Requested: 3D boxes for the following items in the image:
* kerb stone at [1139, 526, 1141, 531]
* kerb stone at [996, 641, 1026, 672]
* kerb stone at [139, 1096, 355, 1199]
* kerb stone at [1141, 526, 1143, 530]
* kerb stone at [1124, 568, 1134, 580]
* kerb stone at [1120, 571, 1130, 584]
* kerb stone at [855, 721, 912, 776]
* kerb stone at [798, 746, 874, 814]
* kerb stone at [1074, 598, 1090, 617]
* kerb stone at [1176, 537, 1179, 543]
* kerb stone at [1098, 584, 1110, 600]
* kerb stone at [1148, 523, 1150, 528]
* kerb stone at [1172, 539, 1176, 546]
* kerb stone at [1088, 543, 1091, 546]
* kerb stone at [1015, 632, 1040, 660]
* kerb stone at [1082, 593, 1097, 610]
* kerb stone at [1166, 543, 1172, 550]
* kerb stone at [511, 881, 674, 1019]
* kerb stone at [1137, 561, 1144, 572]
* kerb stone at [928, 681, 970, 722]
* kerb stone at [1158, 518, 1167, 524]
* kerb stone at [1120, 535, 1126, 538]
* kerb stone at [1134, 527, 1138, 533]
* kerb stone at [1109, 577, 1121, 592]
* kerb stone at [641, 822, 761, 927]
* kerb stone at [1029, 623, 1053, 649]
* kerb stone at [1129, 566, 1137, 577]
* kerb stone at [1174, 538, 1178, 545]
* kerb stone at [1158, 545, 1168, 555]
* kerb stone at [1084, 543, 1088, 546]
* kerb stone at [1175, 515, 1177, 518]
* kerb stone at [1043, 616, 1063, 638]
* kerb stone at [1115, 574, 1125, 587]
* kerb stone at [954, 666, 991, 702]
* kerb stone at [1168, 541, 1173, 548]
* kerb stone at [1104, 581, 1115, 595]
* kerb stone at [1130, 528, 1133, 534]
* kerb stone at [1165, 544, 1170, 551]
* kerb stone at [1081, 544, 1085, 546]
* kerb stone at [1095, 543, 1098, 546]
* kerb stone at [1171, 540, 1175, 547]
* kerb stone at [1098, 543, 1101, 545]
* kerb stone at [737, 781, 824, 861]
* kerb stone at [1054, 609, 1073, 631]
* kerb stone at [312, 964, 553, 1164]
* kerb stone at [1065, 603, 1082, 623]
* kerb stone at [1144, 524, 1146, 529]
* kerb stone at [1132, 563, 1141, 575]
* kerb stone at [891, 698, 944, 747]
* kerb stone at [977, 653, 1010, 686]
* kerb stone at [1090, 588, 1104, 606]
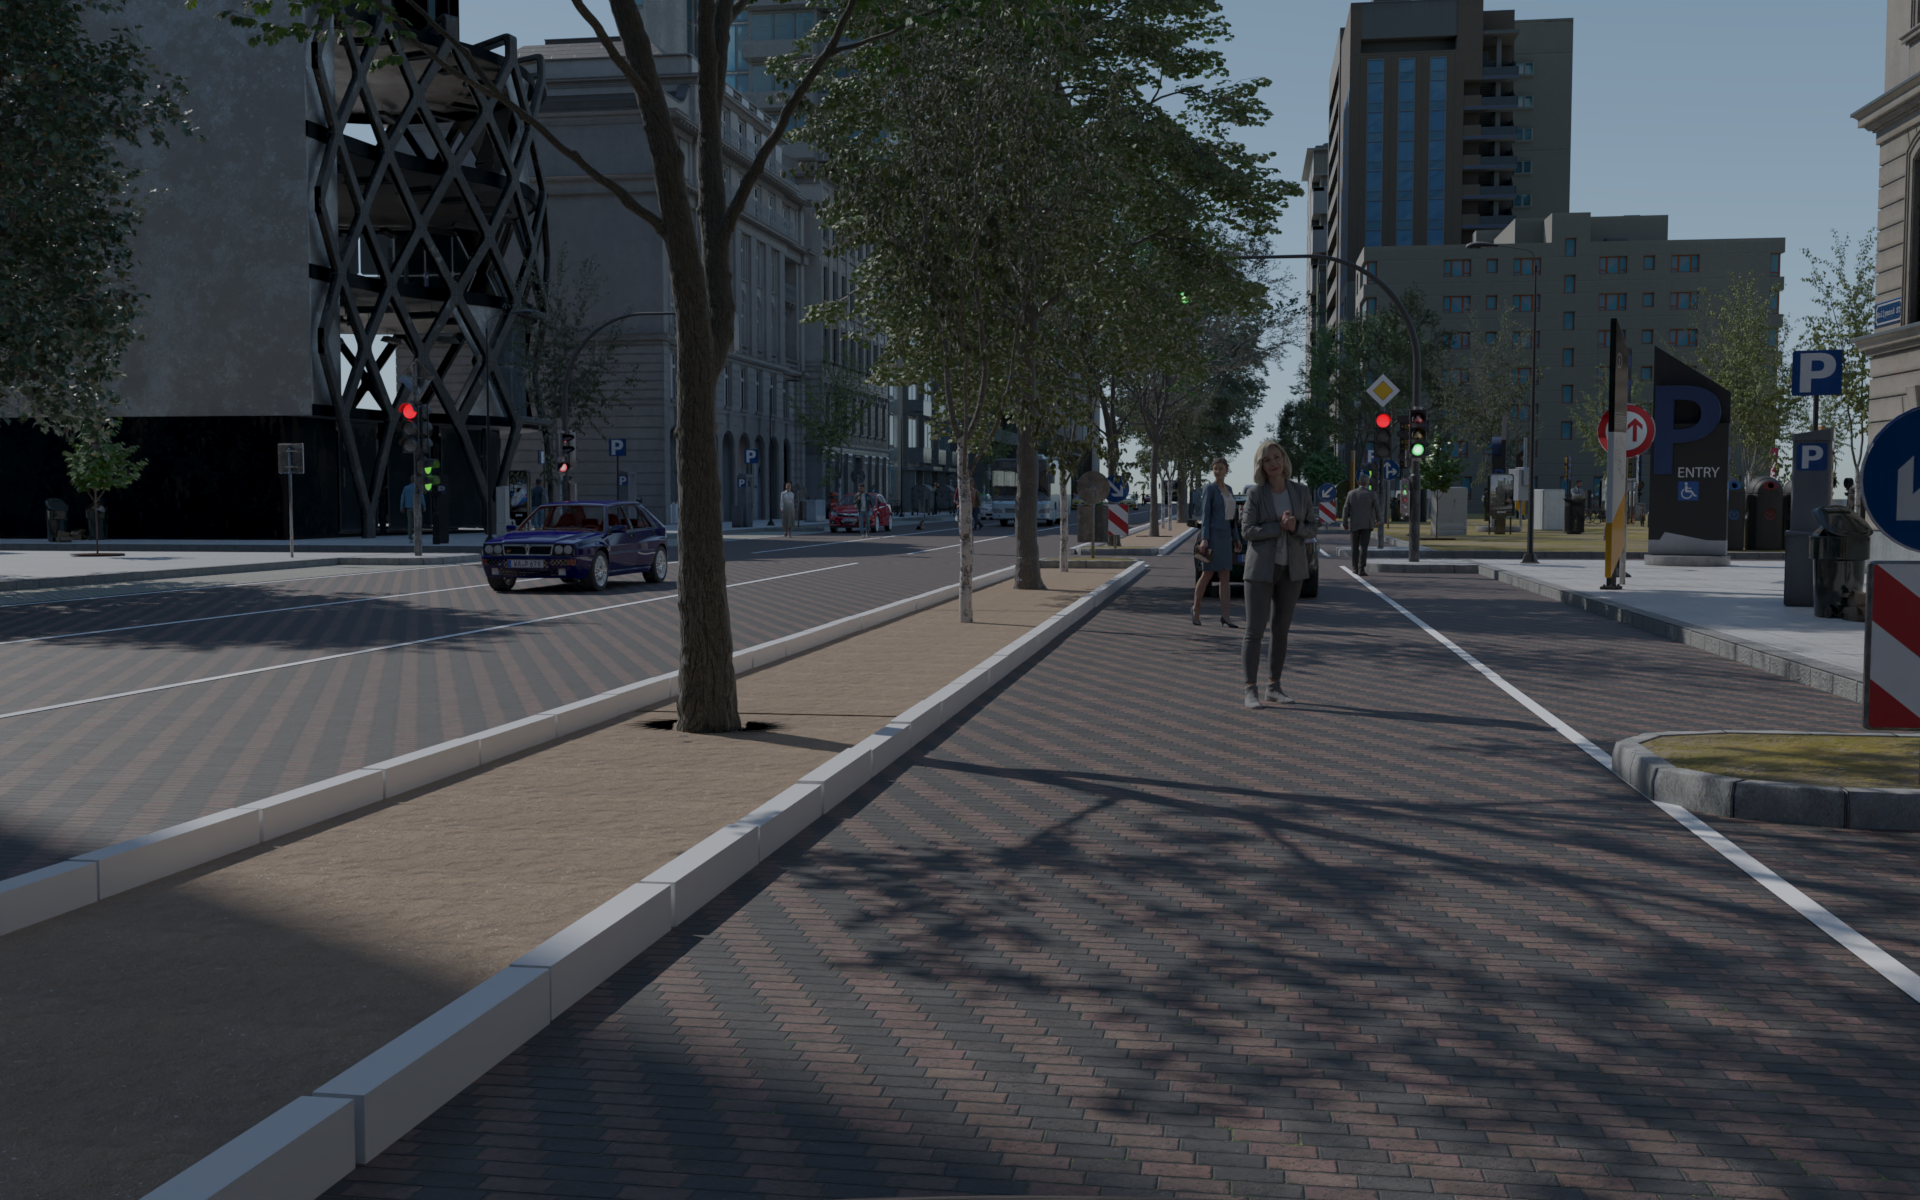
[{"bbox_3d":[6.692,-2.664,65.778,0.120,0.150,1.000,1,4,9],"label":"kerb stone"},{"bbox_3d":[0.404,0.482,14.317,0.120,0.150,1.000,1,4,9],"label":"kerb stone"},{"bbox_3d":[-1.425,1.162,3.193,0.120,0.150,1.000,1,4,9],"label":"kerb stone"},{"bbox_3d":[6.864,-2.727,66.787,0.120,0.150,1.000,1,4,9],"label":"kerb stone"},{"bbox_3d":[2.730,-0.386,28.512,0.120,0.150,1.000,1,4,9],"label":"kerb stone"},{"bbox_3d":[2.560,-0.324,27.497,0.120,0.150,1.000,1,4,9],"label":"kerb stone"},{"bbox_3d":[-0.421,0.803,9.259,0.120,0.150,1.000,1,4,9],"label":"kerb stone"},{"bbox_3d":[-0.586,0.853,8.246,0.120,0.150,1.000,1,4,9],"label":"kerb stone"},{"bbox_3d":[1.397,0.110,20.395,0.120,0.150,1.000,1,4,9],"label":"kerb stone"},{"bbox_3d":[5.974,-1.597,48.316,0.120,0.150,1.000,1,4,9],"label":"kerb stone"},{"bbox_3d":[1.898,-0.076,23.437,0.120,0.150,1.000,1,4,9],"label":"kerb stone"},{"bbox_3d":[7.696,-3.026,71.853,0.120,0.150,1.000,1,4,9],"label":"kerb stone"},{"bbox_3d":[5.633,-1.473,46.298,0.120,0.150,1.000,1,4,9],"label":"kerb stone"},{"bbox_3d":[3.223,-1.366,44.536,0.120,0.150,1.000,1,4,9],"label":"kerb stone"},{"bbox_3d":[0.571,0.420,15.330,0.120,0.150,1.000,1,4,9],"label":"kerb stone"},{"bbox_3d":[1.558,0.048,21.412,0.120,0.150,1.000,1,4,9],"label":"kerb stone"},{"bbox_3d":[5.143,-1.284,43.267,0.120,0.150,1.000,1,4,9],"label":"kerb stone"},{"bbox_3d":[-1.089,1.039,5.210,0.120,0.150,1.000,1,4,9],"label":"kerb stone"},{"bbox_3d":[3.223,-0.572,31.547,0.120,0.150,1.000,1,4,9],"label":"kerb stone"},{"bbox_3d":[-0.090,0.673,11.279,0.120,0.150,1.000,1,4,9],"label":"kerb stone"},{"bbox_3d":[10.174,-3.965,87.029,0.120,0.150,1.000,1,4,9],"label":"kerb stone"},{"bbox_3d":[5.531,-2.232,58.689,0.120,0.150,1.000,1,4,9],"label":"kerb stone"},{"bbox_3d":[6.361,-2.541,63.743,0.120,0.150,1.000,1,4,9],"label":"kerb stone"},{"bbox_3d":[2.229,-0.200,25.470,0.120,0.150,1.000,1,4,9],"label":"kerb stone"},{"bbox_3d":[-0.921,0.977,6.228,0.120,0.150,1.000,1,4,9],"label":"kerb stone"},{"bbox_3d":[0.738,0.357,16.351,0.120,0.150,1.000,1,4,9],"label":"kerb stone"},{"bbox_3d":[2.890,-0.448,29.525,0.120,0.150,1.000,1,4,9],"label":"kerb stone"},{"bbox_3d":[5.799,-1.536,47.306,0.120,0.150,1.000,1,4,9],"label":"kerb stone"},{"bbox_3d":[4.811,-1.165,41.239,0.120,0.150,1.000,1,4,9],"label":"kerb stone"},{"bbox_3d":[3.059,-1.304,43.524,0.120,0.150,1.000,1,4,9],"label":"kerb stone"},{"bbox_3d":[12.994,-5.019,104.251,0.120,0.150,1.000,1,4,9],"label":"kerb stone"},{"bbox_3d":[0.895,0.300,17.362,0.120,0.150,1.000,1,4,9],"label":"kerb stone"},{"bbox_3d":[2.390,-0.258,26.480,0.120,0.150,1.000,1,4,9],"label":"kerb stone"},{"bbox_3d":[0.073,0.611,12.289,0.120,0.150,1.000,1,4,9],"label":"kerb stone"},{"bbox_3d":[5.305,-1.346,44.276,0.120,0.150,1.000,1,4,9],"label":"kerb stone"},{"bbox_3d":[2.060,-0.136,24.455,0.120,0.150,1.000,1,4,9],"label":"kerb stone"},{"bbox_3d":[5.871,-2.355,60.706,0.120,0.150,1.000,1,4,9],"label":"kerb stone"},{"bbox_3d":[4.980,-1.227,42.258,0.120,0.150,1.000,1,4,9],"label":"kerb stone"},{"bbox_3d":[2.894,-1.242,42.515,0.120,0.150,1.000,1,4,9],"label":"kerb stone"},{"bbox_3d":[3.552,-1.490,46.563,0.120,0.150,1.000,1,4,9],"label":"kerb stone"},{"bbox_3d":[5.464,-1.409,45.286,0.120,0.150,1.000,1,4,9],"label":"kerb stone"},{"bbox_3d":[3.714,-1.552,47.572,0.120,0.150,1.000,1,4,9],"label":"kerb stone"},{"bbox_3d":[-0.758,0.927,7.238,0.120,0.150,1.000,1,4,9],"label":"kerb stone"},{"bbox_3d":[1.063,0.234,18.371,0.120,0.150,1.000,1,4,9],"label":"kerb stone"},{"bbox_3d":[-1.249,1.101,4.201,0.120,0.150,1.000,1,4,9],"label":"kerb stone"},{"bbox_3d":[1.231,0.172,19.386,0.120,0.150,1.000,1,4,9],"label":"kerb stone"},{"bbox_3d":[7.195,-2.851,68.816,0.120,0.150,1.000,1,4,9],"label":"kerb stone"},{"bbox_3d":[3.055,-0.510,30.534,0.120,0.150,1.000,1,4,9],"label":"kerb stone"},{"bbox_3d":[-0.255,0.730,10.267,0.120,0.150,1.000,1,4,9],"label":"kerb stone"},{"bbox_3d":[0.240,0.548,13.306,0.120,0.150,1.000,1,4,9],"label":"kerb stone"},{"bbox_3d":[1.737,-0.014,22.427,0.120,0.150,1.000,1,4,9],"label":"kerb stone"}]
